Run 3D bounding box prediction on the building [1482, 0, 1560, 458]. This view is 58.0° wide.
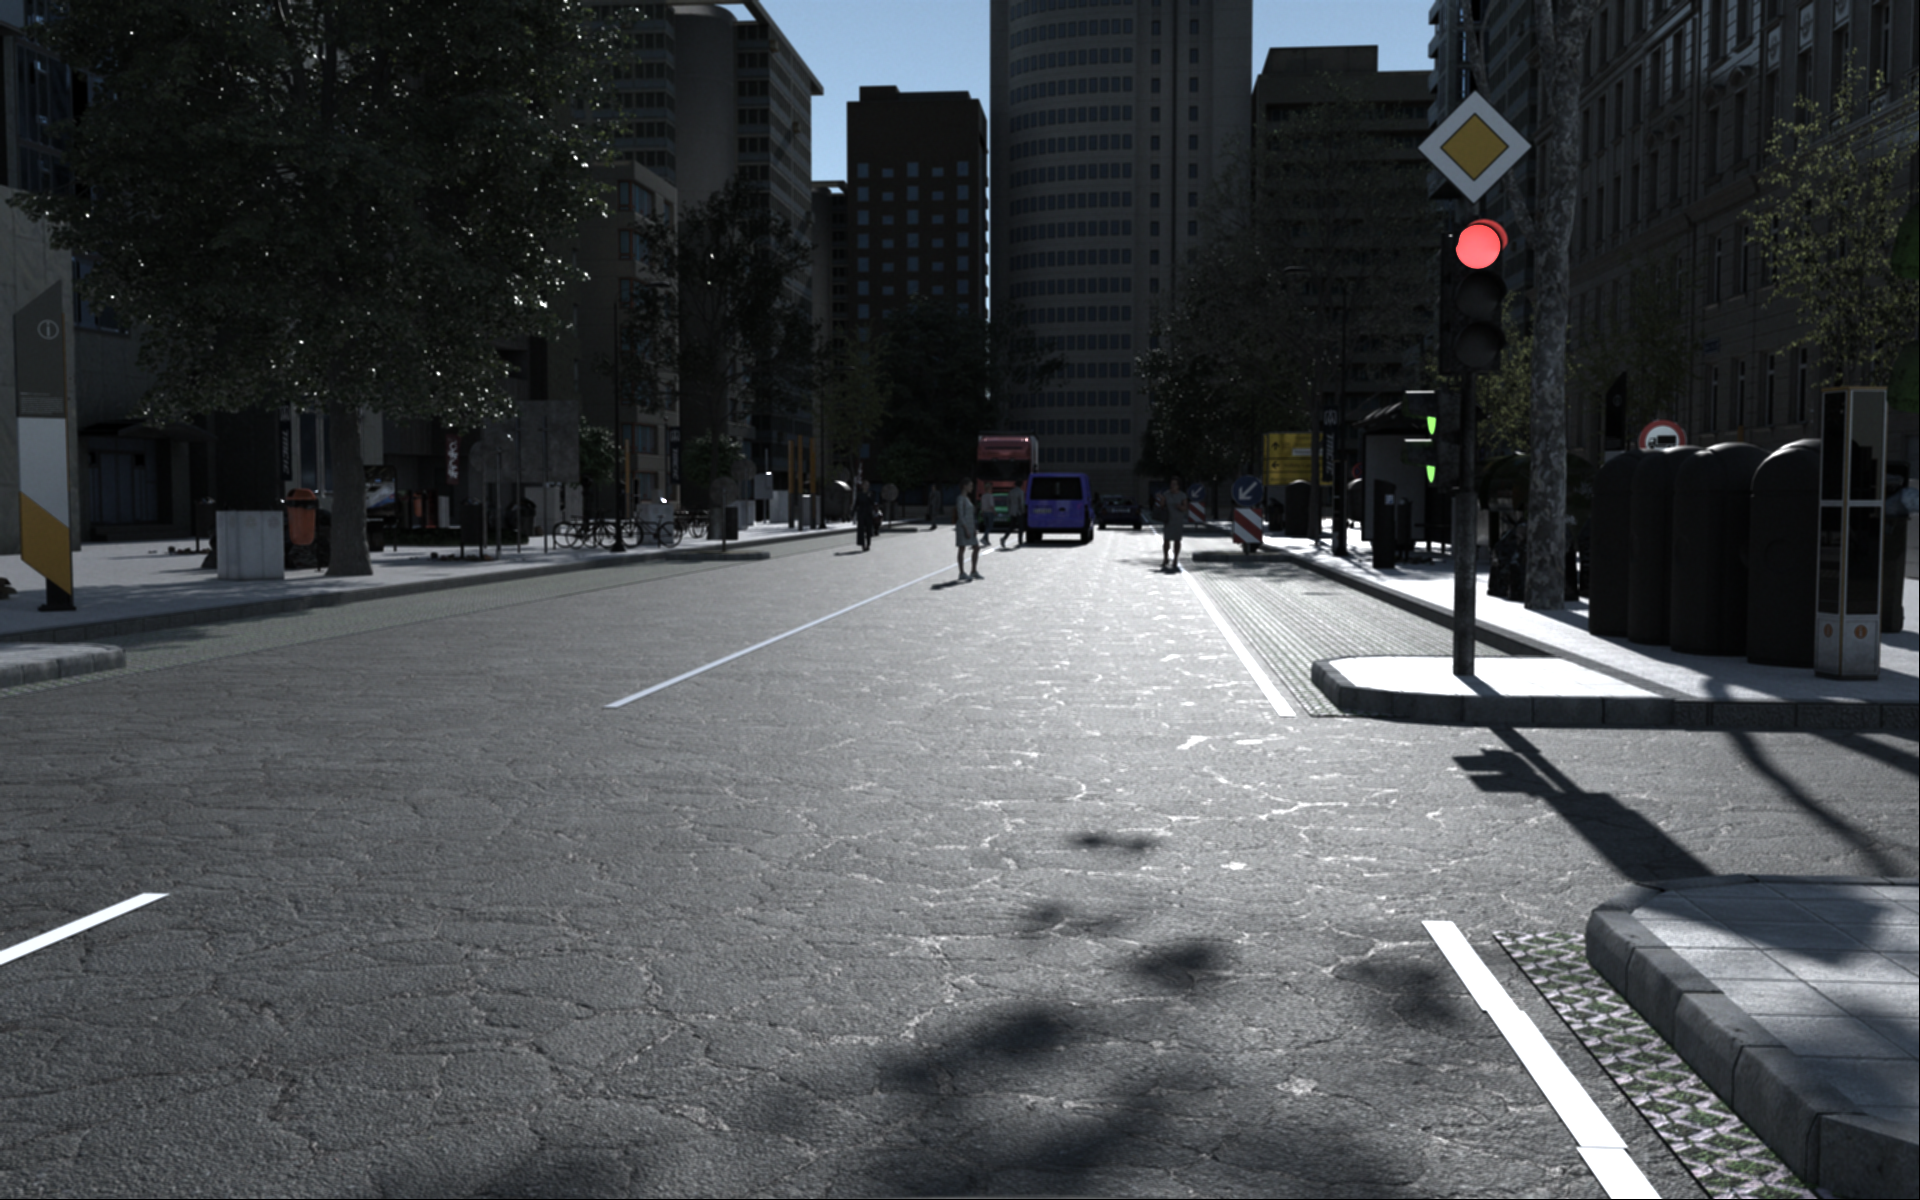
[{"bbox_3d":[44.536,-25.037,101.239,32.217,40.220,23.993,0,4,5],"label":"building"}]

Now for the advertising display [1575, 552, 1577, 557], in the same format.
[{"bbox_3d":[12.408,-1.836,35.226,0.974,1.923,0.123,-2,4,-35],"label":"advertising display"}]

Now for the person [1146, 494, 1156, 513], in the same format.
[{"bbox_3d":[13.654,-6.843,123.640,1.065,1.426,0.557,-3,5,-41],"label":"person"}]

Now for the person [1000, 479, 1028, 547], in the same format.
[{"bbox_3d":[1.470,-2.329,46.433,0.795,1.843,0.661,-3,4,-38],"label":"person"}]

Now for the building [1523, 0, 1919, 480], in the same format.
[{"bbox_3d":[32.451,-16.806,72.037,12.463,27.353,25.104,0,4,5],"label":"building"}]

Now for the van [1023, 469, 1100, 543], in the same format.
[{"bbox_3d":[3.051,-2.936,52.384,2.240,2.365,5.245,0,4,6],"label":"van"}]

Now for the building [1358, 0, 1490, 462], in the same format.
[{"bbox_3d":[43.320,-49.855,127.804,22.319,86.520,31.000,0,4,5],"label":"building"}]

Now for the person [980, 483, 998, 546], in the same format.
[{"bbox_3d":[0.760,-2.375,47.996,0.731,1.740,0.598,3,5,40],"label":"person"}]

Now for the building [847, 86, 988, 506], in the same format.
[{"bbox_3d":[-4.410,-33.217,193.211,14.200,45.320,14.600,0,4,5],"label":"building"}]

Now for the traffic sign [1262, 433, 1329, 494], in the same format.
[{"bbox_3d":[11.253,-3.920,57.973,2.265,3.308,0.079,0,4,8],"label":"traffic sign"}]

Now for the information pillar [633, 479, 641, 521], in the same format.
[{"bbox_3d":[-15.395,-4.775,82.567,0.304,2.012,0.304,0,4,2],"label":"information pillar"}]

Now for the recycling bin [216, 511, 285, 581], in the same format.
[{"bbox_3d":[-10.645,-0.821,25.980,0.722,1.027,0.722,3,5,40],"label":"recycling bin"}]

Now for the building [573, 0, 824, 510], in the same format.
[{"bbox_3d":[-24.237,-27.191,136.454,23.993,40.220,32.217,0,4,5],"label":"building"}]

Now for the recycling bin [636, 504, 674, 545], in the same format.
[{"bbox_3d":[-7.809,-1.944,44.341,0.722,1.027,0.722,-3,5,-39],"label":"recycling bin"}]

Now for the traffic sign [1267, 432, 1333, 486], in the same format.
[{"bbox_3d":[11.184,-3.840,56.664,2.265,3.308,0.079,0,4,7],"label":"traffic sign"}]

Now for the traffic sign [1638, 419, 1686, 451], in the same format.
[{"bbox_3d":[11.937,-1.799,29.514,0.768,2.556,0.104,1,4,13],"label":"traffic sign"}]

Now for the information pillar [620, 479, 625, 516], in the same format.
[{"bbox_3d":[-16.952,-5.050,87.066,0.304,2.012,0.304,2,4,35],"label":"information pillar"}]

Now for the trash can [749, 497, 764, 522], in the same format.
[{"bbox_3d":[-9.424,-4.214,80.548,0.748,1.137,0.748,0,3,0],"label":"trash can"}]

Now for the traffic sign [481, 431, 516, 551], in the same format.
[{"bbox_3d":[-9.402,-2.149,35.242,0.768,2.556,0.104,1,4,13],"label":"traffic sign"}]

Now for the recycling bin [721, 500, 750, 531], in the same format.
[{"bbox_3d":[-7.941,-2.956,60.887,0.722,1.027,0.722,1,4,10],"label":"recycling bin"}]

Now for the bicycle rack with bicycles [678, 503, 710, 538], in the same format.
[{"bbox_3d":[-8.261,-2.311,51.168,2.852,0.926,2.925,3,5,43],"label":"bicycle rack with bicycles"}]

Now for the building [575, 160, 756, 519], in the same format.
[{"bbox_3d":[-29.190,-15.931,105.511,27.650,21.520,28.899,0,4,5],"label":"building"}]

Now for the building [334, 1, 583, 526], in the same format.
[{"bbox_3d":[-25.304,-18.497,74.125,14.160,30.474,14.107,0,4,5],"label":"building"}]

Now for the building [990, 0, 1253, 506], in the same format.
[{"bbox_3d":[17.663,-39.894,194.268,28.212,58.520,21.231,0,4,5],"label":"building"}]

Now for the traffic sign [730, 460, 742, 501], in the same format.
[{"bbox_3d":[-8.171,-3.928,64.325,0.768,2.556,0.104,1,4,11],"label":"traffic sign"}]

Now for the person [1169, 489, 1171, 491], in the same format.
[{"bbox_3d":[12.913,-5.968,106.632,0.990,1.755,0.434,3,4,38],"label":"person"}]

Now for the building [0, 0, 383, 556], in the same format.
[{"bbox_3d":[-30.350,-44.623,42.262,22.319,86.520,31.000,0,4,5],"label":"building"}]

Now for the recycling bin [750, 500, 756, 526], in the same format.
[{"bbox_3d":[-8.701,-3.534,70.341,0.722,1.027,0.722,0,4,1],"label":"recycling bin"}]

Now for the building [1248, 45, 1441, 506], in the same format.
[{"bbox_3d":[42.580,-34.731,191.551,21.600,48.544,21.300,0,4,5],"label":"building"}]

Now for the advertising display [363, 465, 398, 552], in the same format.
[{"bbox_3d":[-13.039,-2.041,38.590,0.974,1.923,0.123,0,4,-7],"label":"advertising display"}]

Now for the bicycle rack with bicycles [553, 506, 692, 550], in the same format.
[{"bbox_3d":[-8.389,-1.680,40.847,2.925,0.926,2.852,1,4,20],"label":"bicycle rack with bicycles"}]

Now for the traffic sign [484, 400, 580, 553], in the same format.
[{"bbox_3d":[-9.330,-2.680,37.694,2.265,3.308,0.079,1,4,14],"label":"traffic sign"}]

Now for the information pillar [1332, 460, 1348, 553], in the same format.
[{"bbox_3d":[8.288,-2.036,37.789,0.304,2.012,0.304,1,4,18],"label":"information pillar"}]

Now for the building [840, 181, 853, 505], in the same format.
[{"bbox_3d":[-23.032,-31.341,204.308,23.993,40.220,32.217,0,4,5],"label":"building"}]

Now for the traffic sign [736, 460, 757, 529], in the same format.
[{"bbox_3d":[-7.905,-3.915,64.114,0.768,2.556,0.104,0,4,7],"label":"traffic sign"}]

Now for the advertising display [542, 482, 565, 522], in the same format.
[{"bbox_3d":[-17.330,-4.198,73.850,0.974,1.923,0.123,0,4,7],"label":"advertising display"}]

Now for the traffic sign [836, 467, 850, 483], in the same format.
[{"bbox_3d":[-5.572,-5.010,82.015,0.768,2.556,0.104,1,4,14],"label":"traffic sign"}]

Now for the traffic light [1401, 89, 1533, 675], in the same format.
[{"bbox_3d":[3.563,-1.424,12.203,0.839,4.253,0.868,0,4,5],"label":"traffic light"}]

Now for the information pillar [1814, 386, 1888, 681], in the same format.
[{"bbox_3d":[6.159,-0.458,11.977,0.304,2.012,0.304,0,4,-7],"label":"information pillar"}]

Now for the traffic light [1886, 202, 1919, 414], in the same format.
[{"bbox_3d":[2.795,-0.938,4.255,0.839,4.253,0.868,0,4,5],"label":"traffic light"}]

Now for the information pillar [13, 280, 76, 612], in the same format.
[{"bbox_3d":[-9.984,-1.683,18.869,0.504,3.616,0.183,-3,5,-41],"label":"information pillar"}]

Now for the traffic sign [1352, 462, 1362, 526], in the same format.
[{"bbox_3d":[15.880,-4.184,68.508,0.768,2.556,0.104,0,4,6],"label":"traffic sign"}]

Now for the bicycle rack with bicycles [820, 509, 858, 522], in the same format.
[{"bbox_3d":[-5.798,-4.104,80.486,2.925,0.926,2.852,-1,4,-11],"label":"bicycle rack with bicycles"}]

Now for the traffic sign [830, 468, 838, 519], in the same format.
[{"bbox_3d":[-5.978,-5.148,84.273,0.768,2.556,0.104,1,4,14],"label":"traffic sign"}]

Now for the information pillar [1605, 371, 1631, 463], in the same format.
[{"bbox_3d":[12.564,-2.560,33.219,0.183,3.616,0.504,-1,4,-19],"label":"information pillar"}]

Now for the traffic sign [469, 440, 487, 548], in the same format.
[{"bbox_3d":[-11.200,-2.487,40.775,0.768,2.556,0.104,1,4,9],"label":"traffic sign"}]

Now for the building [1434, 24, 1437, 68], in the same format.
[{"bbox_3d":[67.415,-39.591,189.309,28.212,58.520,21.231,0,4,5],"label":"building"}]

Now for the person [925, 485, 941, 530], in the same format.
[{"bbox_3d":[-1.086,-3.726,69.528,0.694,1.812,0.767,3,4,38],"label":"person"}]
